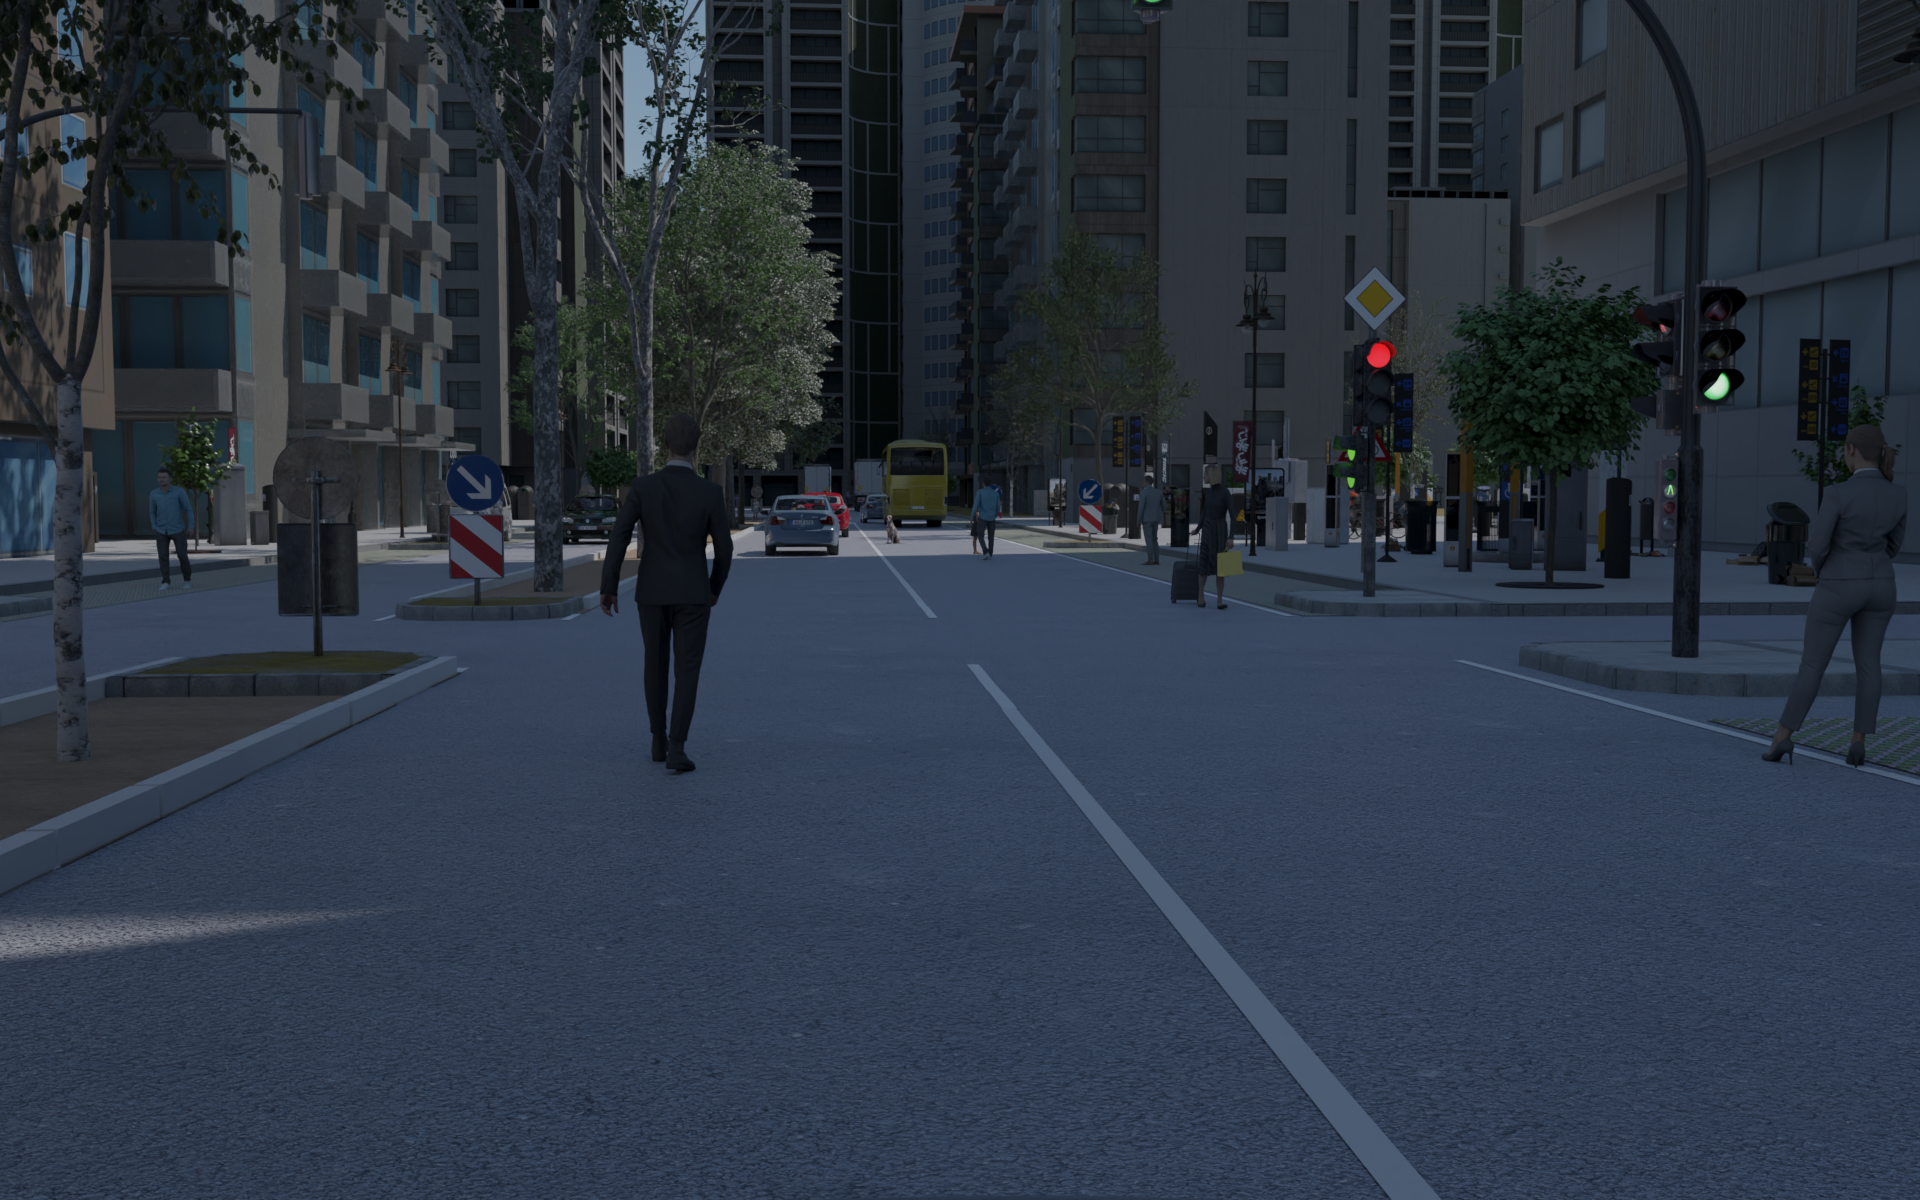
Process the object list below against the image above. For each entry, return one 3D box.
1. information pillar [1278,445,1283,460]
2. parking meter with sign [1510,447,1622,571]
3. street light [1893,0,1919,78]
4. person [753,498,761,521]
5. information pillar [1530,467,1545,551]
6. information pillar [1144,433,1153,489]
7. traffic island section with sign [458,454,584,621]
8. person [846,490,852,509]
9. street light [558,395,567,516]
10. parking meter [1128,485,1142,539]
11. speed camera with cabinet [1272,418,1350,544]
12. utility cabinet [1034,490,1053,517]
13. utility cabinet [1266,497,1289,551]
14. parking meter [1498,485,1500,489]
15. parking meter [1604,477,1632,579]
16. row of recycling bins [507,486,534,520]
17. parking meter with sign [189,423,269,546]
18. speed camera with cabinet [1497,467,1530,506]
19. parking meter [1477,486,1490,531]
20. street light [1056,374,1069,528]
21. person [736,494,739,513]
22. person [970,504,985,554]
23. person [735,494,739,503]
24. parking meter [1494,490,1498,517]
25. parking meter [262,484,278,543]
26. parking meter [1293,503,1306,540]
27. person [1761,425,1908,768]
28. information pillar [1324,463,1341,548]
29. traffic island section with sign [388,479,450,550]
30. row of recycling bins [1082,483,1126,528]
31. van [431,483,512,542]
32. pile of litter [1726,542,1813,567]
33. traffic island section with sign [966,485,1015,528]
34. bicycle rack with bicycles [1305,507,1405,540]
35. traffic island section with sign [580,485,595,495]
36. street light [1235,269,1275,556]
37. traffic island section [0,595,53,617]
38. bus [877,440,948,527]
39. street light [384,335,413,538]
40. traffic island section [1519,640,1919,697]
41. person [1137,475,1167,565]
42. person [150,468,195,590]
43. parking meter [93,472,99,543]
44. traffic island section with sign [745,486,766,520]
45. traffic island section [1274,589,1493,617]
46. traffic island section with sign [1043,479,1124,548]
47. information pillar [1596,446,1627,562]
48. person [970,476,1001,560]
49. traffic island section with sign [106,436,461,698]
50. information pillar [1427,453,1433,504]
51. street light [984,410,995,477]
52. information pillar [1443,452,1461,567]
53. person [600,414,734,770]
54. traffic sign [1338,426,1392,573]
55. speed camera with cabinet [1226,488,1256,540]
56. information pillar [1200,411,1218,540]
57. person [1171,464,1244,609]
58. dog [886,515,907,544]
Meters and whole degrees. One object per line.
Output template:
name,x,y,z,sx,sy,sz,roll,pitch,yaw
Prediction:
information pillar,13.956,-5.101,74.758,0.504,3.616,0.183,0,4,6
parking meter with sign,10.162,-2.004,29.031,1.738,3.016,0.543,1,4,21
street light,7.836,-2.482,13.361,0.468,5.910,1.993,0,4,-4
person,-10.590,-4.705,90.448,0.505,1.210,0.382,1,4,16
information pillar,13.047,-2.111,39.010,0.304,2.012,0.304,-2,4,-23
information pillar,7.299,-4.629,67.037,0.183,3.616,0.504,3,5,41
traffic island section with sign,-5.597,-0.756,20.503,2.006,1.907,1.989,0,4,-4
person,-10.910,-9.932,170.754,0.599,1.838,0.709,-1,4,-14
street light,-18.664,-6.629,81.165,0.468,5.910,1.993,0,4,-4
parking meter,4.979,-2.502,49.322,0.372,1.533,0.369,0,3,0
speed camera with cabinet,9.107,-3.087,44.803,0.660,3.252,2.038,-3,5,-40
utility cabinet,4.693,-5.335,95.899,1.173,1.500,0.318,-1,4,-16
utility cabinet,7.198,-1.726,39.379,0.306,1.237,1.020,0,4,-3
parking meter,30.051,-5.525,96.044,0.399,1.863,0.255,-2,4,-23
parking meter,10.016,-1.098,26.357,0.372,1.533,0.369,0,3,0
row of recycling bins,-22.588,-4.825,86.008,3.534,1.692,1.069,2,4,27
parking meter with sign,-18.148,-2.862,43.060,1.738,3.016,0.543,-3,5,-43
speed camera with cabinet,17.751,-3.666,54.278,2.038,3.252,0.660,-2,4,-32
parking meter,15.859,-2.694,52.455,0.372,1.533,0.369,0,3,0
street light,3.833,-5.692,65.851,0.468,5.910,1.993,0,4,-4
person,-16.759,-7.236,130.032,0.599,1.433,0.991,0,4,-4
person,0.425,-1.725,41.373,0.373,1.253,0.362,0,4,-6
person,-15.098,-6.492,117.882,0.697,1.427,0.421,0,4,7
parking meter,30.647,-5.532,98.856,0.372,1.533,0.369,0,3,0
parking meter,-18.076,-2.262,45.399,0.372,1.533,0.369,0,3,0
parking meter,9.406,-2.584,47.958,0.255,1.863,0.399,0,4,-6
person,4.621,-0.022,9.140,0.520,1.790,0.573,-1,4,-23
information pillar,8.937,-2.266,41.537,0.304,2.012,0.304,2,4,29
traffic island section with sign,-13.652,-2.232,45.119,1.989,1.847,2.006,0,4,-4
row of recycling bins,5.633,-3.669,67.100,1.069,1.692,3.534,-1,4,-18
van,-14.271,-2.670,50.674,2.013,2.044,4.112,0,4,-3
pile of litter,14.553,-1.050,31.138,1.176,0.858,1.719,0,4,-4
traffic island section with sign,1.261,-3.957,73.321,1.989,1.847,2.006,0,4,-4
bicycle rack with bicycles,11.064,-2.223,49.735,2.925,0.926,2.852,3,4,36
traffic island section with sign,-15.768,-3.959,73.353,1.989,1.847,2.006,0,4,-4
street light,6.068,-3.850,35.736,0.468,5.910,1.993,0,4,-4
traffic island section,-12.110,0.117,20.361,2.009,0.180,2.903,0,4,-4
bus,-2.158,-5.259,77.526,2.896,3.916,12.252,0,4,-4
street light,-16.331,-4.755,50.533,0.468,5.910,1.993,0,4,-4
traffic island section,5.731,0.526,13.683,2.009,0.180,2.903,0,4,-4
person,3.835,-1.601,34.783,0.635,1.810,0.391,-3,5,-41
person,-11.773,-1.065,25.924,0.660,1.820,0.620,-1,4,-8
parking meter,-22.681,-2.416,45.219,0.255,1.863,0.399,-1,4,-15
traffic island section with sign,-11.229,-5.339,95.431,2.006,1.907,1.989,0,4,-4
traffic island section,5.134,0.039,21.646,2.009,0.180,2.903,0,4,-4
traffic island section with sign,3.272,-2.313,46.441,1.989,1.847,2.006,0,4,-4
information pillar,12.297,-2.526,32.653,0.504,3.616,0.183,1,4,19
person,0.584,-1.787,37.743,0.660,1.820,0.620,-2,4,-26
traffic island section with sign,-5.053,-0.305,13.116,2.006,1.907,1.989,0,4,-4
information pillar,26.651,-6.538,98.248,0.504,3.616,0.183,-3,5,-39
street light,1.638,-7.525,95.819,0.468,5.910,1.993,0,4,-4
information pillar,8.648,-1.583,30.373,0.304,2.012,0.304,1,4,16
person,-1.512,-0.051,9.115,0.659,1.850,0.755,0,4,-2
traffic sign,6.574,-1.724,28.199,0.884,2.594,0.081,0,4,-2
speed camera with cabinet,8.525,-3.343,48.997,2.038,3.252,0.660,0,4,3
information pillar,7.036,-3.512,48.780,0.504,3.616,0.183,-3,4,-36
person,3.142,-0.813,22.016,0.699,1.804,1.509,0,4,-2
dog,-1.825,-2.021,49.884,0.800,0.831,0.513,-1,4,-22
